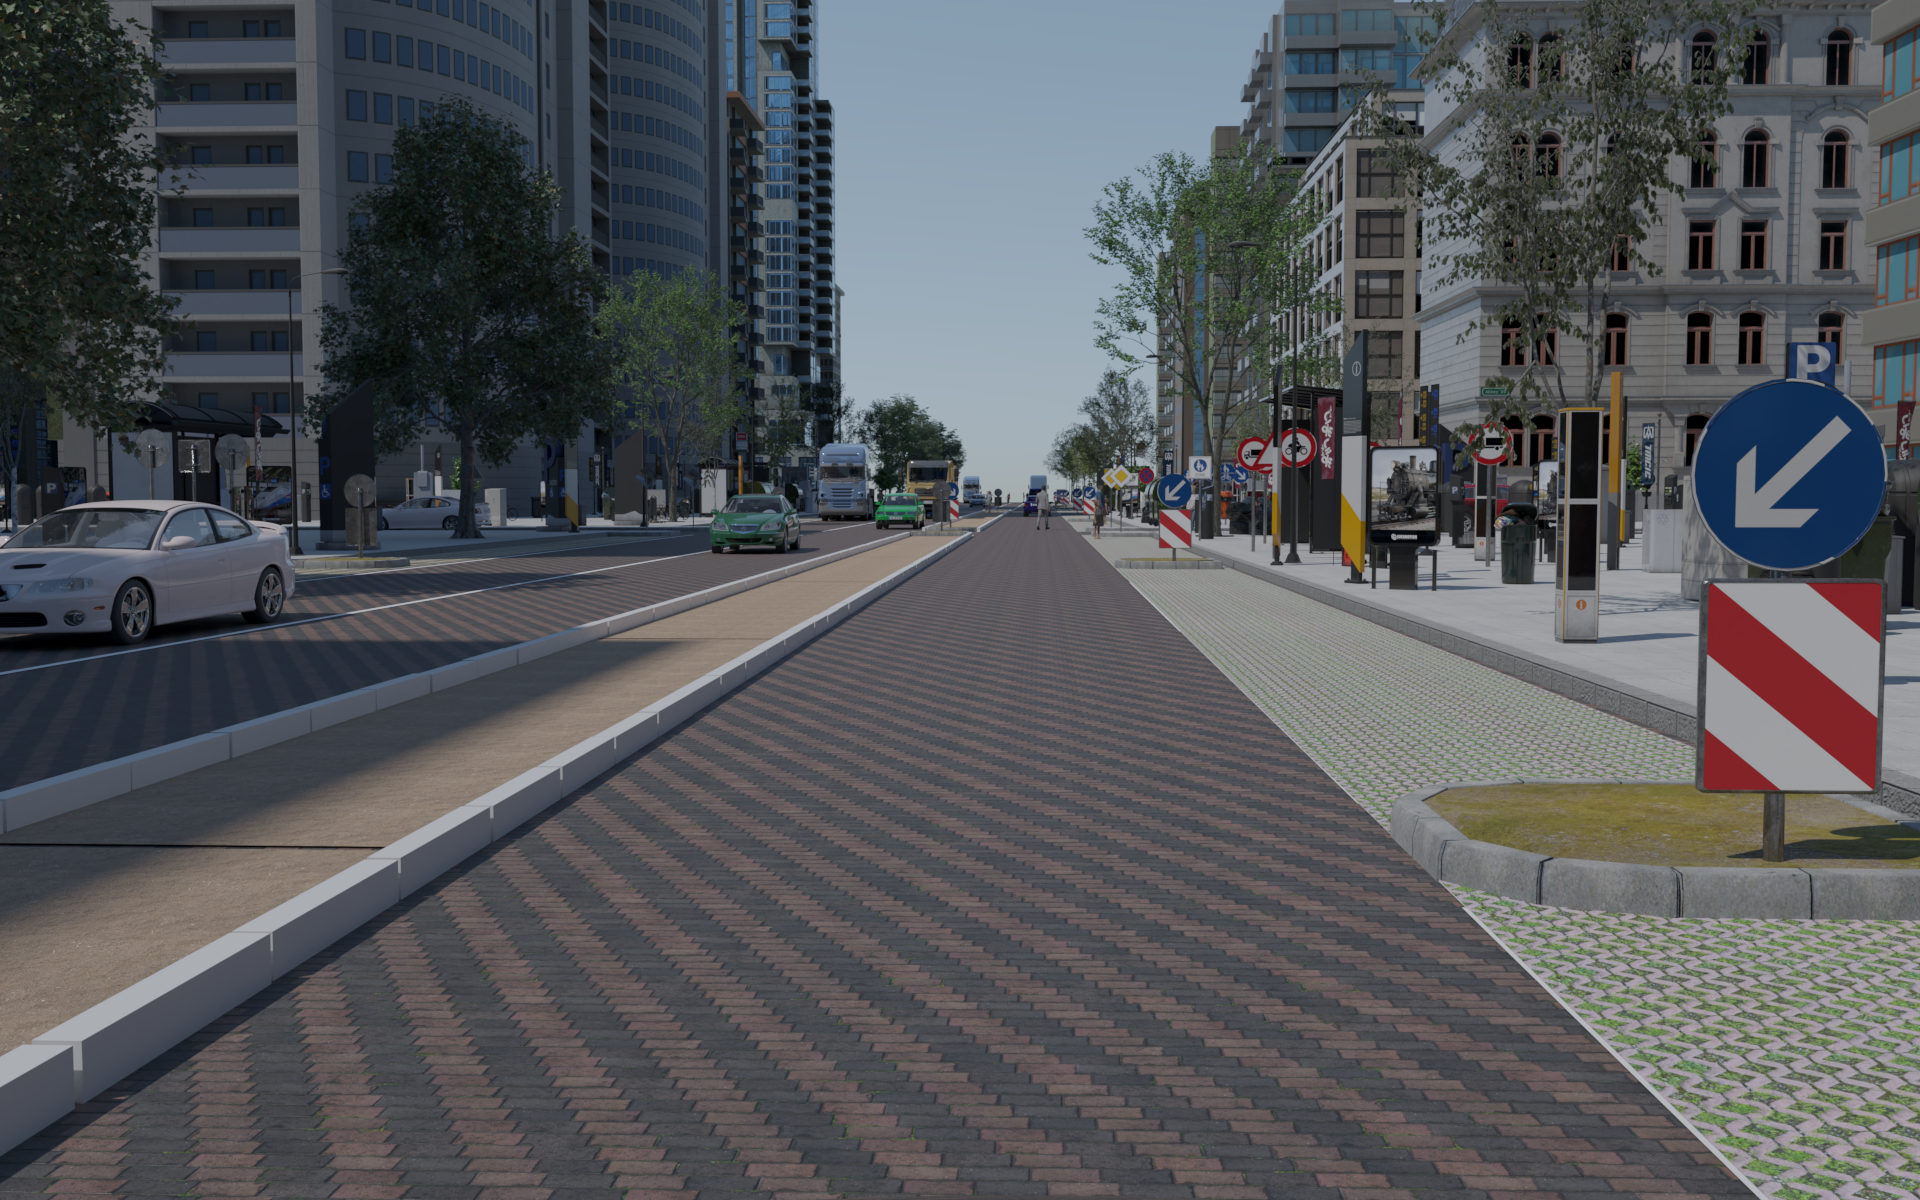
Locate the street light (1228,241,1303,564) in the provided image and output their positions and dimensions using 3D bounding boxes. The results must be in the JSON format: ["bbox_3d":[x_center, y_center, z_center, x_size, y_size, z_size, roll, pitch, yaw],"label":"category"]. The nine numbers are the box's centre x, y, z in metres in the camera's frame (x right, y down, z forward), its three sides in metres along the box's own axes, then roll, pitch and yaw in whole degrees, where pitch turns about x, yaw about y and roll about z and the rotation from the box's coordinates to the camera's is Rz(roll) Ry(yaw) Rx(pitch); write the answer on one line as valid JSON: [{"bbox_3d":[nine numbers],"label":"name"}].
[{"bbox_3d":[5.630,-3.634,31.952,1.470,5.913,1.316,0,4,3],"label":"street light"}]

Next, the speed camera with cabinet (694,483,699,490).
[{"bbox_3d":[-20.505,-8.940,140.500,2.038,3.252,0.660,-2,4,-27],"label":"speed camera with cabinet"}]

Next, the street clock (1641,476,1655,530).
[{"bbox_3d":[22.674,-3.220,57.210,0.471,2.002,0.358,0,4,-7],"label":"street clock"}]

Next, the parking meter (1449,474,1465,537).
[{"bbox_3d":[14.744,-2.793,51.375,0.399,1.863,0.255,3,5,43],"label":"parking meter"}]

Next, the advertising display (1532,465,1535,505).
[{"bbox_3d":[12.592,-1.928,36.737,0.123,1.923,0.974,-3,5,-40],"label":"advertising display"}]

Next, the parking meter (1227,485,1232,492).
[{"bbox_3d":[16.266,-6.065,104.873,0.255,1.863,0.399,-3,5,-43],"label":"parking meter"}]

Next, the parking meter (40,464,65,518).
[{"bbox_3d":[-17.968,-1.750,34.326,0.399,1.863,0.255,-1,4,-23],"label":"parking meter"}]

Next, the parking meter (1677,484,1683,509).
[{"bbox_3d":[18.328,-2.166,43.822,0.372,1.533,0.369,0,3,0],"label":"parking meter"}]

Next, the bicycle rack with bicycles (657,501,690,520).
[{"bbox_3d":[-14.731,-4.435,85.902,2.925,0.926,2.852,-3,4,-38],"label":"bicycle rack with bicycles"}]

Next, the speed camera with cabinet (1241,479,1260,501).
[{"bbox_3d":[17.179,-6.720,104.206,0.660,3.252,2.038,-1,4,-13],"label":"speed camera with cabinet"}]

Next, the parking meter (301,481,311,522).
[{"bbox_3d":[-29.692,-4.462,78.667,0.399,1.863,0.255,2,4,30],"label":"parking meter"}]

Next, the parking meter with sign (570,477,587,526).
[{"bbox_3d":[-15.611,-4.463,69.223,0.543,3.016,1.738,2,4,24],"label":"parking meter with sign"}]

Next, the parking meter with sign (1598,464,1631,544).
[{"bbox_3d":[16.277,-2.945,44.404,1.738,3.016,0.543,0,4,-4],"label":"parking meter with sign"}]

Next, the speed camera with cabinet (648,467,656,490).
[{"bbox_3d":[-23.096,-8.149,127.574,0.660,3.252,2.038,3,5,44],"label":"speed camera with cabinet"}]

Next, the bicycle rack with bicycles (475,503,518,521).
[{"bbox_3d":[-22.490,-4.216,82.314,2.925,0.926,2.852,-2,4,-25],"label":"bicycle rack with bicycles"}]

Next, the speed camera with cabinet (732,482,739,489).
[{"bbox_3d":[-16.997,-8.312,130.240,0.660,3.252,2.038,1,4,9],"label":"speed camera with cabinet"}]

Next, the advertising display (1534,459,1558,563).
[{"bbox_3d":[11.101,-1.650,32.196,0.123,1.923,0.974,-1,4,-22],"label":"advertising display"}]

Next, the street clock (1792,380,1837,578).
[{"bbox_3d":[5.440,-0.405,11.188,0.471,2.002,0.358,0,4,6],"label":"street clock"}]

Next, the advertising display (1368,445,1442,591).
[{"bbox_3d":[5.941,-1.097,23.150,0.974,1.923,0.123,3,4,37],"label":"advertising display"}]

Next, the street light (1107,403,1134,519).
[{"bbox_3d":[8.235,-7.104,88.691,1.470,5.913,1.316,0,4,3],"label":"street light"}]

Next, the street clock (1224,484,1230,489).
[{"bbox_3d":[18.335,-6.984,118.761,0.471,2.002,0.358,2,4,32],"label":"street clock"}]

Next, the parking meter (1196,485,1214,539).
[{"bbox_3d":[7.018,-2.490,49.120,0.372,1.533,0.369,0,3,0],"label":"parking meter"}]

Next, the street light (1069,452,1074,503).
[{"bbox_3d":[13.030,-13.372,191.177,1.470,5.913,1.316,0,4,3],"label":"street light"}]

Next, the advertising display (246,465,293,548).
[{"bbox_3d":[-15.616,-2.079,39.209,0.974,1.923,0.123,-2,4,-30],"label":"advertising display"}]

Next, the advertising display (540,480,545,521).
[{"bbox_3d":[-19.151,-4.635,80.999,0.974,1.923,0.123,0,4,4],"label":"advertising display"}]

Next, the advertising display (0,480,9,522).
[{"bbox_3d":[-44.498,-4.588,80.227,0.974,1.923,0.123,1,4,16],"label":"advertising display"}]

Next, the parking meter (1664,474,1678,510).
[{"bbox_3d":[20.890,-2.766,50.934,0.399,1.863,0.255,-3,5,-45],"label":"parking meter"}]

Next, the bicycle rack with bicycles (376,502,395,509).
[{"bbox_3d":[-27.634,-4.088,80.221,2.925,0.926,2.852,0,4,-1],"label":"bicycle rack with bicycles"}]

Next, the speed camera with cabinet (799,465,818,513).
[{"bbox_3d":[-10.237,-7.499,116.942,0.660,3.252,2.038,1,4,16],"label":"speed camera with cabinet"}]

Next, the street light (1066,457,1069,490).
[{"bbox_3d":[14.114,-14.993,217.668,1.470,5.913,1.316,0,4,3],"label":"street light"}]

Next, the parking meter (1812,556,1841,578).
[{"bbox_3d":[7.580,-0.422,15.305,0.372,1.533,0.369,0,3,0],"label":"parking meter"}]

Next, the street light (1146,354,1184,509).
[{"bbox_3d":[6.880,-5.211,57.737,1.470,5.913,1.316,0,4,3],"label":"street light"}]

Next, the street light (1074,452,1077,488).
[{"bbox_3d":[11.844,-11.795,165.389,1.470,5.913,1.316,0,4,3],"label":"street light"}]

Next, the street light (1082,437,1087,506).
[{"bbox_3d":[10.624,-10.294,140.849,1.470,5.913,1.316,0,4,3],"label":"street light"}]

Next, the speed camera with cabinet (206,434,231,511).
[{"bbox_3d":[-23.320,-3.681,54.520,0.660,3.252,2.038,-2,4,-33],"label":"speed camera with cabinet"}]

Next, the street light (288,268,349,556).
[{"bbox_3d":[-13.276,-3.871,35.828,1.470,5.913,1.316,0,4,3],"label":"street light"}]

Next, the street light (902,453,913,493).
[{"bbox_3d":[-5.954,-13.642,195.581,1.470,5.913,1.316,0,4,3],"label":"street light"}]

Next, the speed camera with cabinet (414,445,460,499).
[{"bbox_3d":[-21.005,-4.635,70.123,2.038,3.252,0.660,-1,4,-10],"label":"speed camera with cabinet"}]

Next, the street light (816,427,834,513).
[{"bbox_3d":[-9.404,-9.022,120.043,1.470,5.913,1.316,0,4,3],"label":"street light"}]

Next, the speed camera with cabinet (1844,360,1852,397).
[{"bbox_3d":[12.650,-1.952,26.253,0.660,3.252,2.038,-2,4,-30],"label":"speed camera with cabinet"}]

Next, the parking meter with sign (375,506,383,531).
[{"bbox_3d":[-20.874,-3.892,59.892,0.543,3.016,1.738,3,5,42],"label":"parking meter with sign"}]

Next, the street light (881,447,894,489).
[{"bbox_3d":[-7.145,-12.058,169.692,1.470,5.913,1.316,0,4,3],"label":"street light"}]

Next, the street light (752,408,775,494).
[{"bbox_3d":[-10.634,-7.389,93.354,1.470,5.913,1.316,0,4,3],"label":"street light"}]

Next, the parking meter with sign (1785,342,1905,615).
[{"bbox_3d":[9.810,-1.400,19.148,0.543,3.016,1.738,0,4,-3],"label":"parking meter with sign"}]

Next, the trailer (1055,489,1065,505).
[{"bbox_3d":[12.036,-12.232,207.043,1.471,1.999,3.904,0,4,1],"label":"trailer"}]

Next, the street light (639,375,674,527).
[{"bbox_3d":[-11.827,-5.812,67.566,1.470,5.913,1.316,0,4,3],"label":"street light"}]

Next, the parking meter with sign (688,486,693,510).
[{"bbox_3d":[-21.892,-8.924,142.169,0.543,3.016,1.738,0,4,7],"label":"parking meter with sign"}]

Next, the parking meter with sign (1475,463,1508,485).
[{"bbox_3d":[21.284,-4.419,68.512,1.738,3.016,0.543,1,4,11],"label":"parking meter with sign"}]

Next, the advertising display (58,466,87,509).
[{"bbox_3d":[-20.898,-2.178,40.829,0.123,1.923,0.974,0,4,4],"label":"advertising display"}]

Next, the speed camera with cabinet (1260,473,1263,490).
[{"bbox_3d":[20.534,-7.732,120.754,0.660,3.252,2.038,-1,4,-10],"label":"speed camera with cabinet"}]

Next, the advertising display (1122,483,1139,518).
[{"bbox_3d":[9.089,-5.357,92.797,0.974,1.923,0.123,1,4,21],"label":"advertising display"}]

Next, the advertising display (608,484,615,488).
[{"bbox_3d":[-23.251,-6.766,115.842,0.123,1.923,0.974,3,5,43],"label":"advertising display"}]

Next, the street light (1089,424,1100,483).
[{"bbox_3d":[9.454,-8.717,115.061,1.470,5.913,1.316,0,4,3],"label":"street light"}]

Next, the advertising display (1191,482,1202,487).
[{"bbox_3d":[12.600,-5.406,93.598,0.974,1.923,0.123,-1,4,-10],"label":"advertising display"}]
